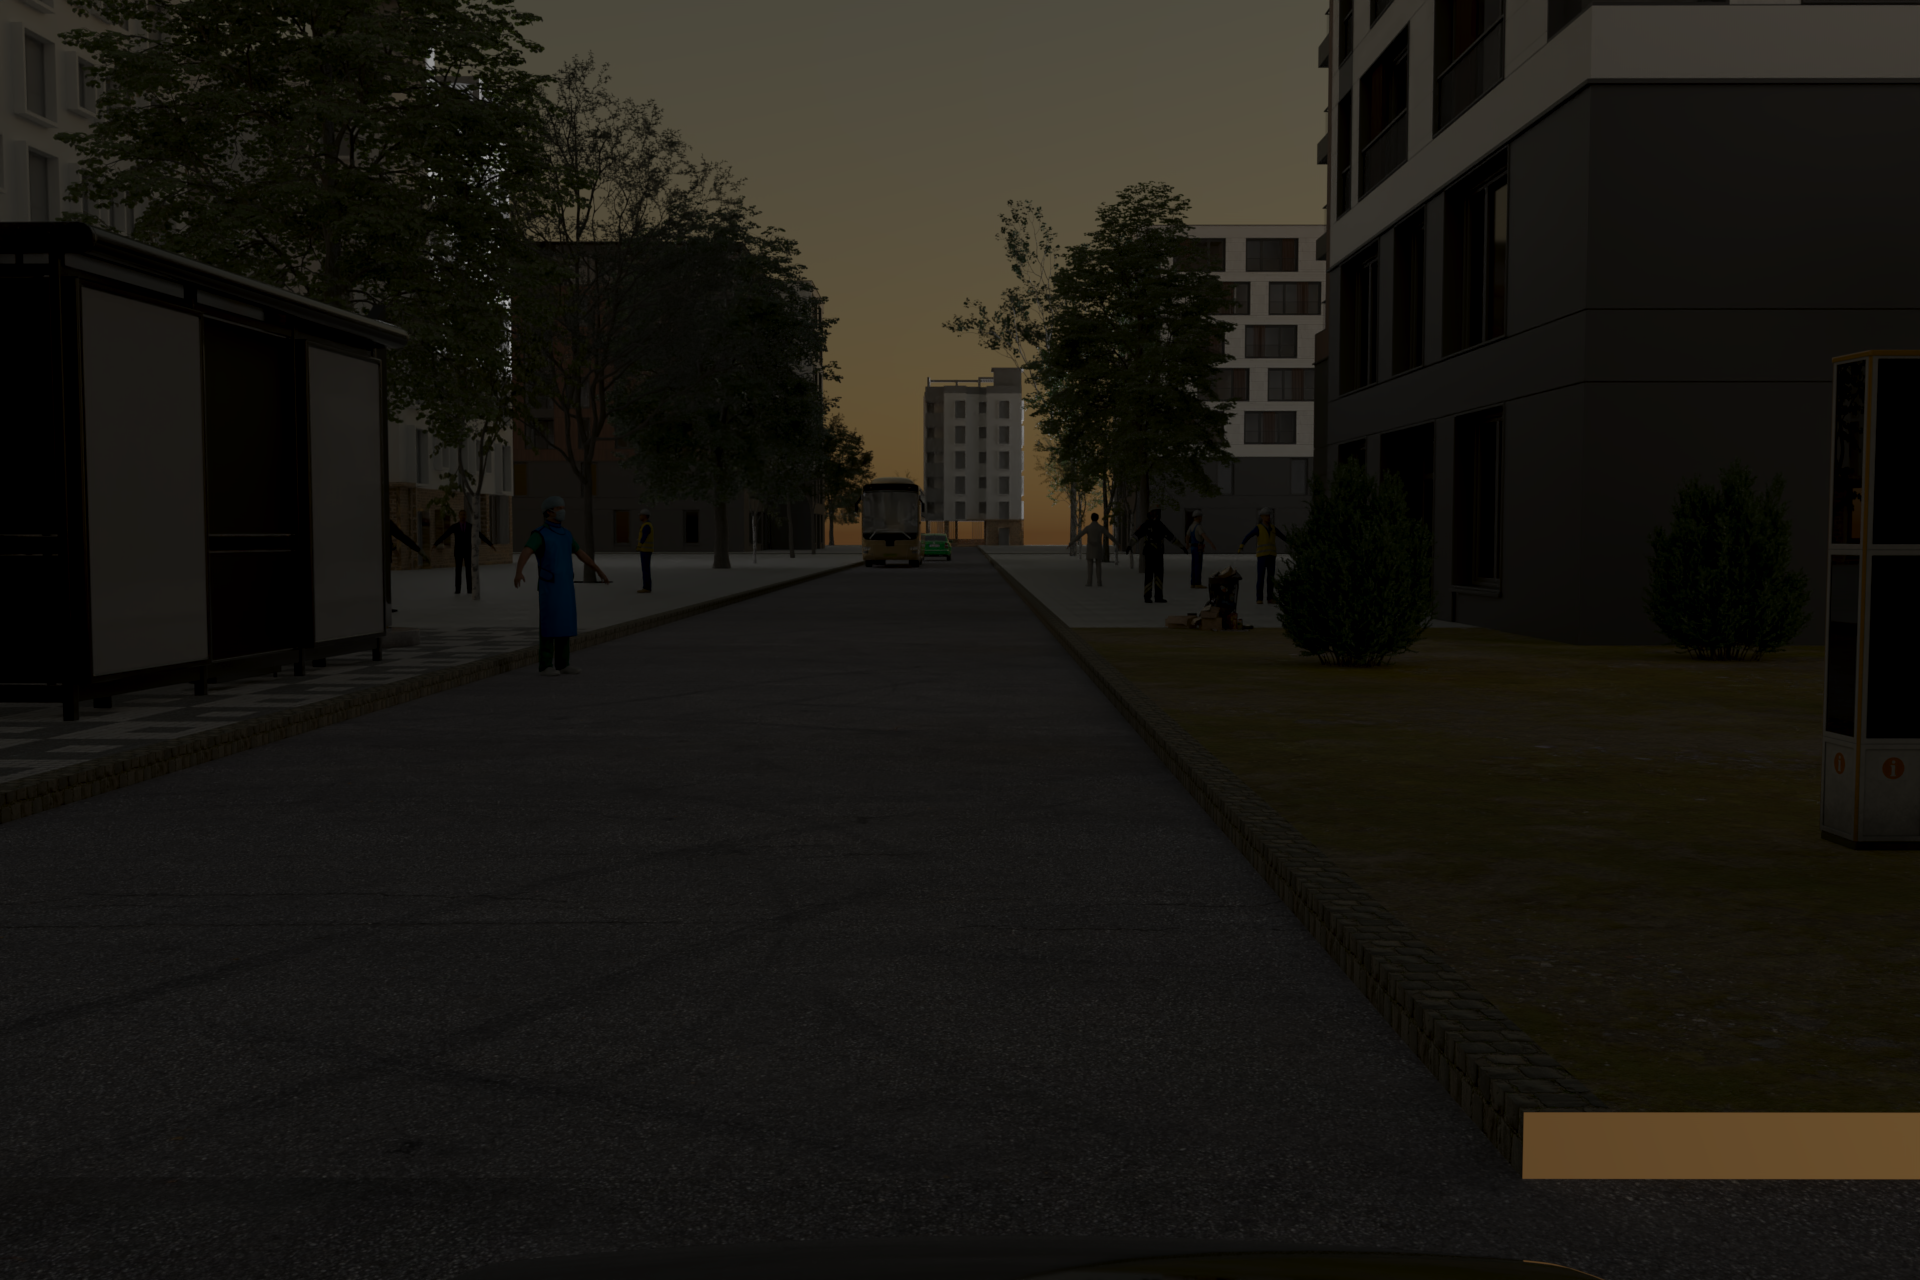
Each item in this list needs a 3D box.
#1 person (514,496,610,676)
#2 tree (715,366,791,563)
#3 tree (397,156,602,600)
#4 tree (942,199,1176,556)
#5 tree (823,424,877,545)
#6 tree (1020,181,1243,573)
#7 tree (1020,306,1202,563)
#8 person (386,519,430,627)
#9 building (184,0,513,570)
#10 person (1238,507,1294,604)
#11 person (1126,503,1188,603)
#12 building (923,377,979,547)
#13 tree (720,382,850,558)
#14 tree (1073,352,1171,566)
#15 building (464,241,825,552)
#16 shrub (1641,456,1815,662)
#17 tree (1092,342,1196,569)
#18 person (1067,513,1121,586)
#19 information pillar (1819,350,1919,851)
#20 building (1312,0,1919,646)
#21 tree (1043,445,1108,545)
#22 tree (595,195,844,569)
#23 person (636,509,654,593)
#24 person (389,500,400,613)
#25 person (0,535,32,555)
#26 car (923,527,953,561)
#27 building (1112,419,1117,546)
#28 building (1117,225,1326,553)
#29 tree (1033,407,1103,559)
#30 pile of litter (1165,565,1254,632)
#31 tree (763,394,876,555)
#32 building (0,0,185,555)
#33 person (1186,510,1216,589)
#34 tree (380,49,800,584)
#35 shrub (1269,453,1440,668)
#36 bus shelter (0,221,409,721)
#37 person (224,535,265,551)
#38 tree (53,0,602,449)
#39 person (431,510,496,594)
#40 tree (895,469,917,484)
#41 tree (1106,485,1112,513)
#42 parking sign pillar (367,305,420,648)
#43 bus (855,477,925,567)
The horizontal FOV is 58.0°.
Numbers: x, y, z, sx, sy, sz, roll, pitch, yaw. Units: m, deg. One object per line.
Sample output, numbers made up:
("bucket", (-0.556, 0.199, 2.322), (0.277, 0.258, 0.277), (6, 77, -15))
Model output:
("person", (-4.088, -0.551, 17.595), (0.704, 1.817, 1.347), (2, 4, 29))
("tree", (-8.939, -7.658, 75.575), (4.360, 8.622, 3.978), (0, 3, 0))
("tree", (-9.363, -5.104, 33.812), (4.737, 8.622, 4.395), (0, 3, 0))
("tree", (5.132, -14.921, 99.853), (12.611, 20.169, 13.585), (0, 3, 0))
("tree", (-14.381, -17.628, 194.868), (9.857, 13.997, 8.962), (0, 3, 0))
("tree", (5.694, -8.465, 56.528), (7.486, 12.596, 7.792), (0, 3, 0))
("tree", (6.753, -9.308, 77.936), (9.928, 11.665, 9.643), (0, 3, 0))
("person", (-7.277, -0.942, 21.537), (1.346, 1.812, 0.704), (-3, 4, -37))
("building", (-24.394, -12.590, 62.272), (16.016, 20.090, 11.380), (0, 4, -1))
("person", (5.646, -1.547, 31.763), (1.216, 1.772, 0.721), (-1, 4, -16))
("person", (3.633, -1.620, 32.274), (1.354, 1.856, 0.705), (-2, 4, -27))
("building", (-3.909, -20.920, 200.915), (11.380, 20.090, 16.016), (0, 4, 0))
("tree", (-9.293, -9.660, 92.355), (7.601, 10.594, 8.767), (0, 4, 3))
("tree", (6.135, -7.334, 70.272), (4.360, 8.622, 3.978), (0, 3, 0))
("building", (-25.812, -17.947, 137.402), (27.936, 21.610, 32.646), (0, 4, 0))
("shrub", (7.824, -0.832, 17.639), (1.661, 2.075, 1.752), (0, 3, 0))
("tree", (6.495, -6.958, 64.128), (4.737, 8.622, 4.395), (0, 3, 0))
("person", (3.293, -2.221, 42.493), (1.347, 1.806, 0.705), (0, 4, -6))
("information pillar", (3.770, -0.159, 7.098), (0.304, 2.012, 0.304), (0, 3, 0))
("building", (21.082, -11.710, 35.432), (27.936, 21.610, 32.646), (0, 4, 0))
("tree", (13.687, -16.852, 201.282), (9.928, 11.665, 9.643), (0, 3, 0))
("tree", (-8.951, -9.624, 64.004), (9.857, 13.997, 8.962), (0, 3, 0))
("person", (-6.894, -1.948, 37.812), (0.705, 1.833, 1.349), (0, 4, -5))
("person", (-9.384, -1.365, 28.247), (0.705, 1.837, 1.347), (0, 4, -7))
("person", (-12.274, -0.982, 22.185), (1.348, 1.813, 0.705), (2, 4, 35))
("car", (-1.350, -5.198, 93.782), (1.959, 1.807, 4.718), (0, 4, 0))
("building", (24.574, -18.436, 167.879), (16.747, 18.905, 31.486), (0, 3, 0))
("building", (25.633, -17.551, 130.930), (27.936, 21.610, 32.646), (0, 3, 0))
("tree", (6.327, -8.386, 87.481), (4.360, 8.622, 3.978), (0, 3, 0))
("pile of litter", (3.376, -0.587, 23.561), (1.176, 0.858, 1.719), (0, 3, 0))
("tree", (-9.077, -10.661, 108.712), (8.767, 10.594, 7.601), (1, 4, 14))
("building", (-27.600, -11.096, 37.837), (16.016, 20.090, 11.380), (0, 4, 0))
("person", (5.611, -2.136, 40.785), (0.705, 1.847, 1.347), (-1, 4, -21))
("tree", (-9.782, -8.231, 44.941), (12.009, 13.543, 11.850), (0, 3, 0))
("shrub", (3.842, -0.785, 16.873), (1.661, 2.075, 1.752), (0, 3, 0))
("bus shelter", (-6.811, -2.175, 13.186), (2.179, 5.291, 8.768), (0, 4, 2))
("person", (-15.171, -1.823, 36.602), (0.721, 1.733, 1.217), (1, 4, 21))
("tree", (-9.135, -6.579, 25.690), (7.486, 12.596, 7.792), (0, 3, 0))
("person", (-10.681, -1.898, 37.251), (1.346, 1.802, 0.704), (-1, 4, -20))
("tree", (-6.005, -14.954, 194.853), (4.360, 8.622, 3.978), (0, 3, 0))
("tree", (18.197, -14.932, 194.492), (4.737, 8.622, 4.395), (0, 3, 0))
("parking sign pillar", (-6.971, -1.918, 19.828), (1.447, 3.967, 1.447), (0, 4, 2))
("bus", (-2.933, -5.294, 78.110), (2.896, 3.916, 12.252), (0, 4, 0))
